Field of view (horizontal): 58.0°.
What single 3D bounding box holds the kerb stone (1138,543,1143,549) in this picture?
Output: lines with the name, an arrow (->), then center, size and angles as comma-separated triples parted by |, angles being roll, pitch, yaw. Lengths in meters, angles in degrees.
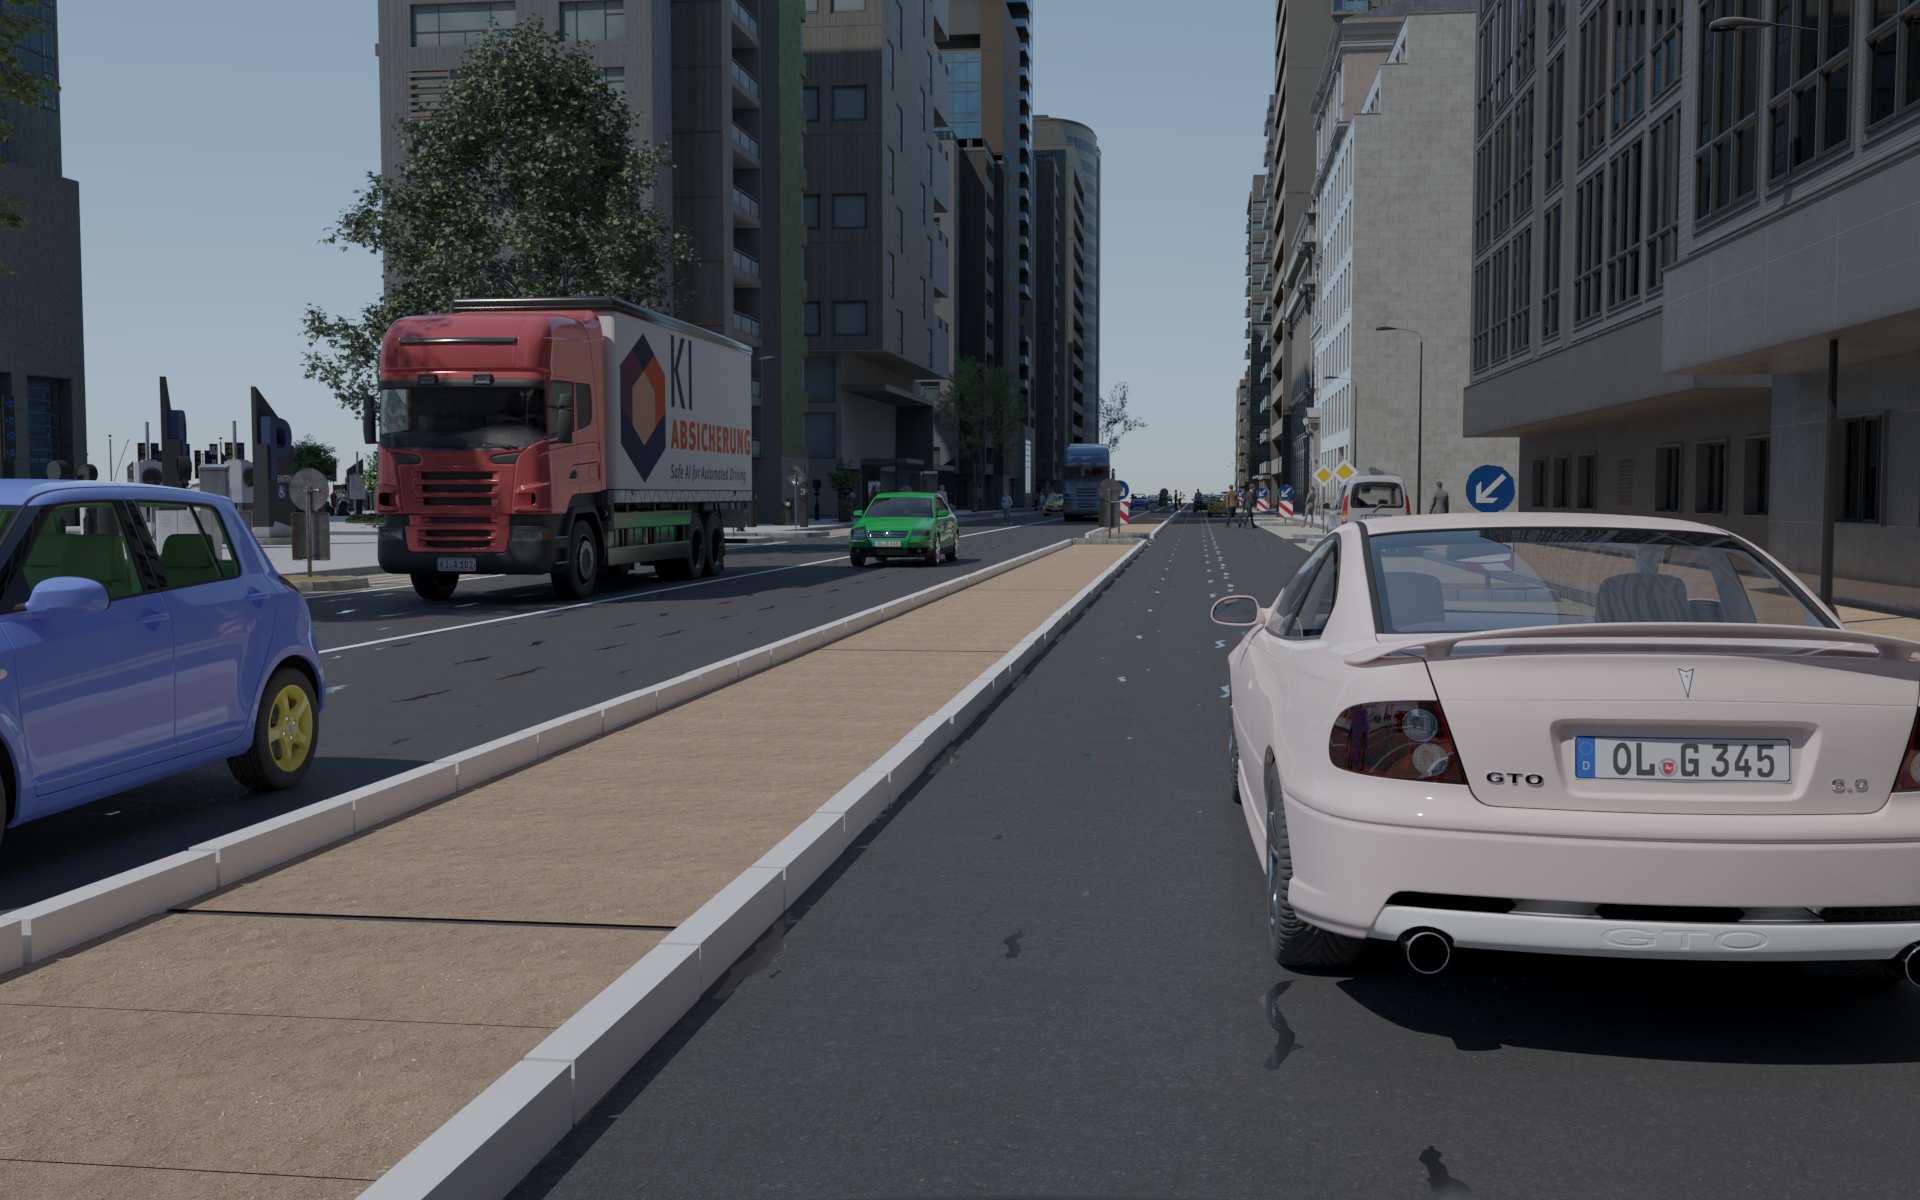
kerb stone -> 4.426, -1.269, 43.090 | 0.120, 0.150, 1.000 | 0, 4, 8

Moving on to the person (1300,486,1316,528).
person -> 14.662, -3.925, 72.942 | 0.573, 1.790, 0.520 | 2, 4, 34

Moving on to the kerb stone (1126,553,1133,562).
kerb stone -> 3.452, -0.841, 35.946 | 0.120, 0.150, 1.000 | 0, 4, 8

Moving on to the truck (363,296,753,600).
truck -> -5.803, -2.329, 26.993 | 2.839, 4.237, 11.283 | 0, 4, 7

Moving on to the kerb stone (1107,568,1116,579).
kerb stone -> 2.471, -0.400, 28.817 | 0.120, 0.150, 1.000 | 0, 4, 8

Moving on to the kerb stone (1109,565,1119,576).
kerb stone -> 2.617, -0.467, 29.828 | 0.120, 0.150, 1.000 | 0, 4, 8

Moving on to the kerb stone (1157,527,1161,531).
kerb stone -> 7.012, -2.431, 61.949 | 0.120, 0.150, 1.000 | 0, 4, 8

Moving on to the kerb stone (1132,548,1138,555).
kerb stone -> 3.863, -1.028, 39.000 | 0.120, 0.150, 1.000 | 0, 4, 8

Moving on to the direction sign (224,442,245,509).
direction sign -> -31.656, -5.118, 75.672 | 0.379, 3.537, 0.876 | 3, 5, 42

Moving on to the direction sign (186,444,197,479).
direction sign -> -34.893, -5.243, 77.713 | 0.876, 3.537, 0.379 | 1, 4, 14

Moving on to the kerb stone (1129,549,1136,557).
kerb stone -> 3.729, -0.965, 37.986 | 0.120, 0.150, 1.000 | 0, 4, 8

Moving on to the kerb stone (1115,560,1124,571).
kerb stone -> 2.890, -0.592, 31.876 | 0.120, 0.150, 1.000 | 0, 4, 8

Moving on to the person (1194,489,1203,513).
person -> 17.679, -7.342, 128.382 | 0.661, 1.843, 0.795 | 1, 4, 15

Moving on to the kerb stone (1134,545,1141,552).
kerb stone -> 4.147, -1.152, 41.035 | 0.120, 0.150, 1.000 | 0, 4, 8

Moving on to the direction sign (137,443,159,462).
direction sign -> -35.741, -5.159, 76.345 | 0.876, 3.537, 0.379 | -3, 4, -37

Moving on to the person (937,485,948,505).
person -> -0.798, -4.226, 77.479 | 0.514, 1.842, 0.818 | 0, 3, 0

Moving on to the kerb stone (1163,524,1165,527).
kerb stone -> 7.986, -2.865, 69.050 | 0.120, 0.150, 1.000 | 0, 4, 8

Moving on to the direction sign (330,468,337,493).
direction sign -> -39.879, -7.234, 110.265 | 0.379, 3.537, 0.876 | 0, 4, 7

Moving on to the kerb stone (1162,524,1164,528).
kerb stone -> 7.847, -2.801, 68.038 | 0.120, 0.150, 1.000 | 0, 4, 8

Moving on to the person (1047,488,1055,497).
person -> 6.552, -7.052, 123.894 | 0.679, 1.850, 0.850 | 1, 4, 18

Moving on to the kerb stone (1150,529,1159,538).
kerb stone -> 6.732, -2.301, 59.924 | 0.120, 0.150, 1.000 | 0, 4, 8

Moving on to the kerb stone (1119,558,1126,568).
kerb stone -> 3.026, -0.654, 32.889 | 0.120, 0.150, 1.000 | 0, 4, 8

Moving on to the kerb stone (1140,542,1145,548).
kerb stone -> 4.570, -1.335, 44.102 | 0.120, 0.150, 1.000 | 0, 4, 8

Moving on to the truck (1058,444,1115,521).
truck -> 7.462, -6.652, 98.521 | 2.967, 4.110, 18.799 | 0, 4, 6

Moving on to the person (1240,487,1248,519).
person -> 16.056, -5.423, 97.261 | 0.616, 1.811, 0.778 | 3, 5, 42

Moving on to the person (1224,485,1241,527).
person -> 11.740, -4.039, 74.448 | 0.836, 1.842, 0.656 | 3, 4, 38

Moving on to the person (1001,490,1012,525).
person -> 2.156, -4.292, 80.486 | 0.589, 1.601, 0.330 | 3, 4, 39

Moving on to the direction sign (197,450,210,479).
direction sign -> -38.986, -5.948, 89.252 | 0.379, 3.537, 0.876 | 3, 5, 40

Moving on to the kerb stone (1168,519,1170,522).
kerb stone -> 9.659, -3.610, 81.216 | 0.120, 0.150, 1.000 | 0, 4, 8

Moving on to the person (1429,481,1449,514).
person -> 14.159, -2.605, 51.194 | 0.694, 1.812, 0.767 | -1, 4, -19

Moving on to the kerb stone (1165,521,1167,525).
kerb stone -> 8.813, -3.238, 75.140 | 0.120, 0.150, 1.000 | 0, 4, 8

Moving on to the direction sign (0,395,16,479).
direction sign -> -21.854, -2.907, 39.520 | 0.379, 3.537, 0.876 | 1, 4, 11

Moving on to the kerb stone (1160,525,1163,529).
kerb stone -> 7.436, -2.618, 64.998 | 0.120, 0.150, 1.000 | 0, 4, 8

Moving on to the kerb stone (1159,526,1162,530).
kerb stone -> 7.292, -2.555, 63.977 | 0.120, 0.150, 1.000 | 0, 4, 8

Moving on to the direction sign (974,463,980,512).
direction sign -> 1.211, -8.139, 125.069 | 0.379, 3.537, 0.876 | -2, 4, -33

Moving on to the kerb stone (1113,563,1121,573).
kerb stone -> 2.746, -0.524, 30.856 | 0.120, 0.150, 1.000 | 0, 4, 8

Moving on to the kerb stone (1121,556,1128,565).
kerb stone -> 3.170, -0.717, 33.915 | 0.120, 0.150, 1.000 | 0, 4, 8

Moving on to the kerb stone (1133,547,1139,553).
kerb stone -> 4.002, -1.084, 40.016 | 0.120, 0.150, 1.000 | 0, 4, 8

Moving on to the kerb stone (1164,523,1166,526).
kerb stone -> 8.269, -2.990, 71.074 | 0.120, 0.150, 1.000 | 0, 4, 8

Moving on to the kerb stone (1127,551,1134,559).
kerb stone -> 3.589, -0.903, 36.959 | 0.120, 0.150, 1.000 | 0, 4, 8

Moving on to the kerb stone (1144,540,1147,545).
kerb stone -> 4.846, -1.461, 46.128 | 0.120, 0.150, 1.000 | 0, 4, 8

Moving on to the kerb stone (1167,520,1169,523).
kerb stone -> 9.235, -3.424, 78.180 | 0.120, 0.150, 1.000 | 0, 4, 8

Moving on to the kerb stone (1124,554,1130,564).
kerb stone -> 3.305, -0.779, 34.935 | 0.120, 0.150, 1.000 | 0, 4, 8

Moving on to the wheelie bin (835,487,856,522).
wheelie bin -> -5.177, -4.314, 78.450 | 0.980, 1.594, 0.693 | 0, 4, 1

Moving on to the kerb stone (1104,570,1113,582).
kerb stone -> 2.328, -0.343, 27.804 | 0.120, 0.150, 1.000 | 0, 4, 8

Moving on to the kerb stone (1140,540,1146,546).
kerb stone -> 4.700, -1.402, 45.116 | 0.120, 0.150, 1.000 | 0, 4, 8

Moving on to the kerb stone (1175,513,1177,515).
kerb stone -> 12.989, -5.100, 105.579 | 0.120, 0.150, 1.000 | 0, 4, 8

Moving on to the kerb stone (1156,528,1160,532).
kerb stone -> 6.878, -2.369, 60.936 | 0.120, 0.150, 1.000 | 0, 4, 8

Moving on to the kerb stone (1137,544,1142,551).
kerb stone -> 4.285, -1.215, 42.062 | 0.120, 0.150, 1.000 | 0, 4, 8
